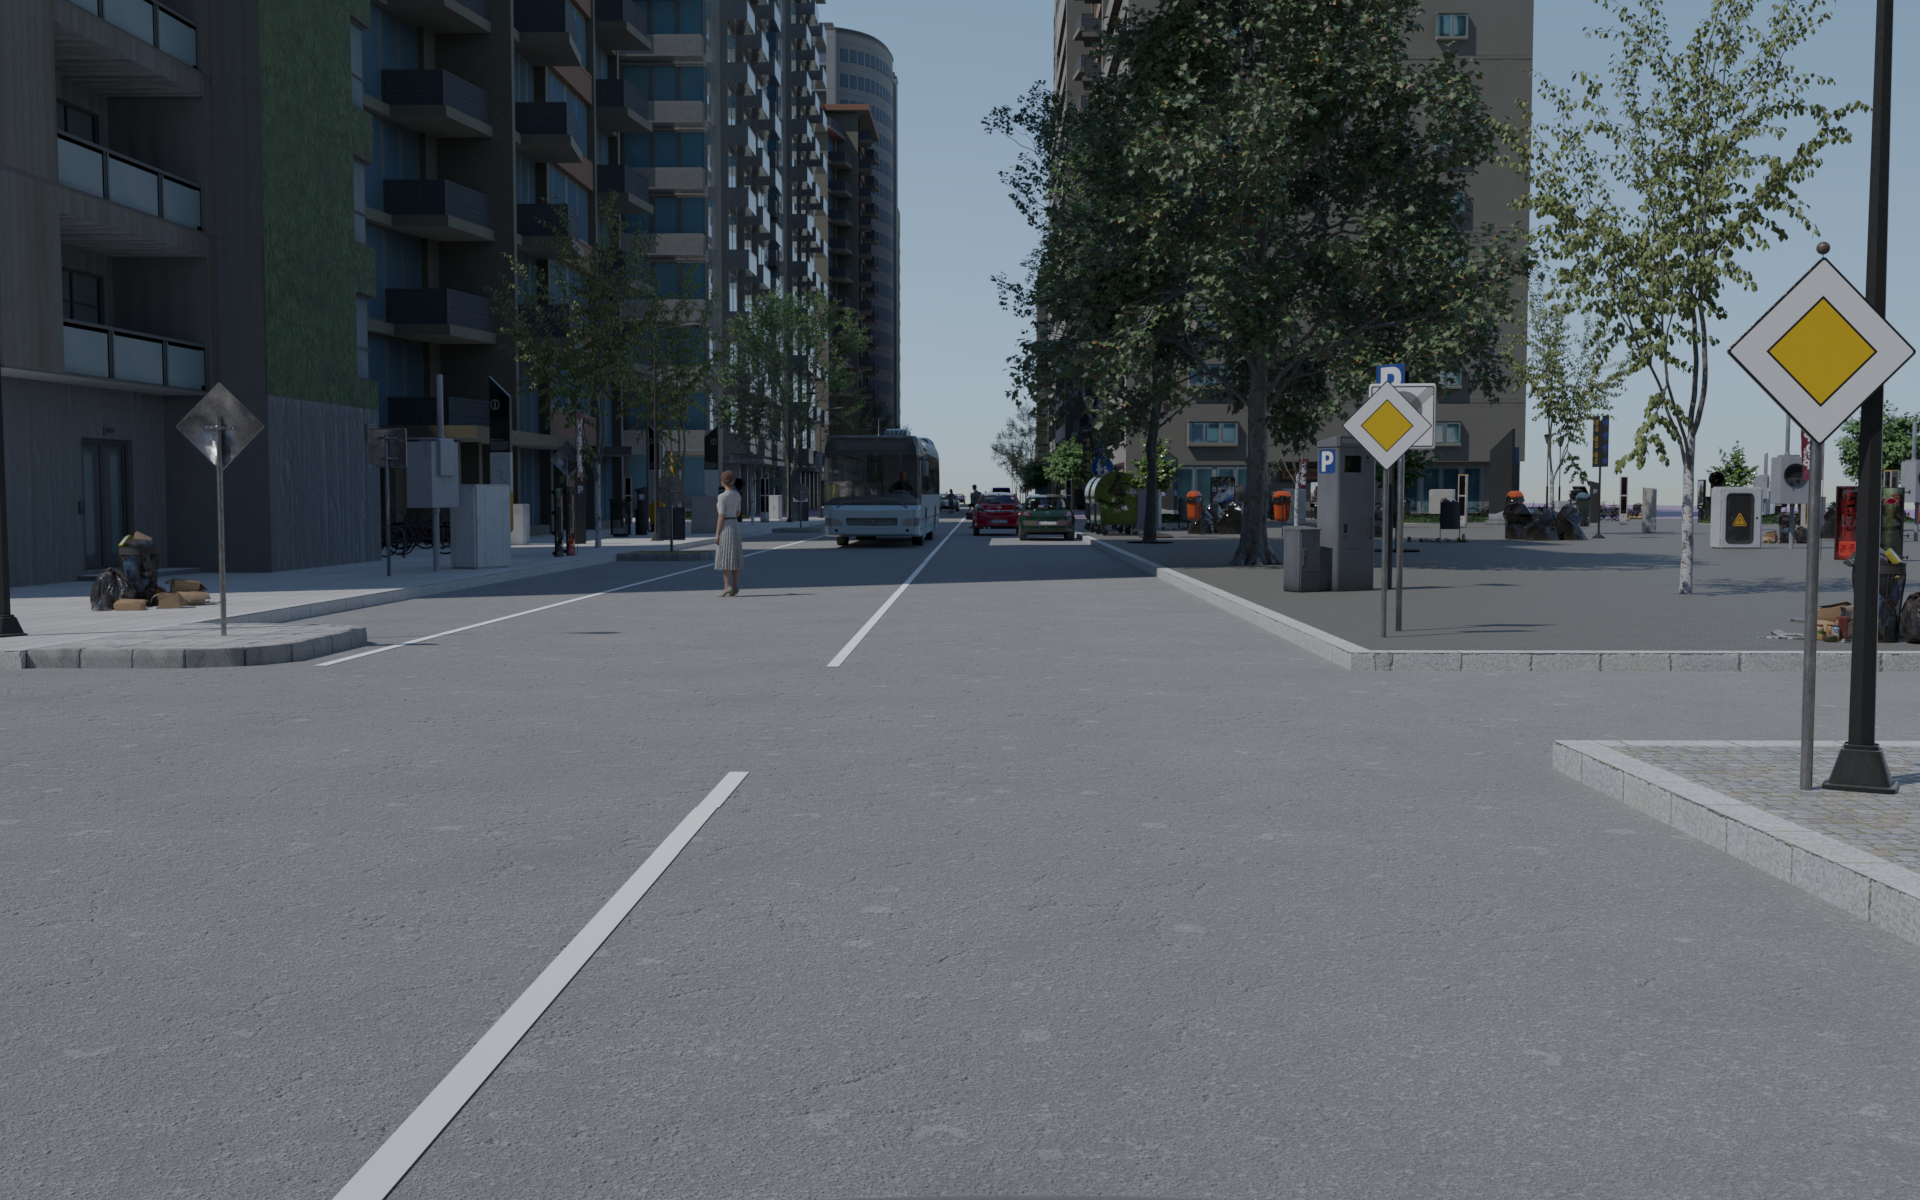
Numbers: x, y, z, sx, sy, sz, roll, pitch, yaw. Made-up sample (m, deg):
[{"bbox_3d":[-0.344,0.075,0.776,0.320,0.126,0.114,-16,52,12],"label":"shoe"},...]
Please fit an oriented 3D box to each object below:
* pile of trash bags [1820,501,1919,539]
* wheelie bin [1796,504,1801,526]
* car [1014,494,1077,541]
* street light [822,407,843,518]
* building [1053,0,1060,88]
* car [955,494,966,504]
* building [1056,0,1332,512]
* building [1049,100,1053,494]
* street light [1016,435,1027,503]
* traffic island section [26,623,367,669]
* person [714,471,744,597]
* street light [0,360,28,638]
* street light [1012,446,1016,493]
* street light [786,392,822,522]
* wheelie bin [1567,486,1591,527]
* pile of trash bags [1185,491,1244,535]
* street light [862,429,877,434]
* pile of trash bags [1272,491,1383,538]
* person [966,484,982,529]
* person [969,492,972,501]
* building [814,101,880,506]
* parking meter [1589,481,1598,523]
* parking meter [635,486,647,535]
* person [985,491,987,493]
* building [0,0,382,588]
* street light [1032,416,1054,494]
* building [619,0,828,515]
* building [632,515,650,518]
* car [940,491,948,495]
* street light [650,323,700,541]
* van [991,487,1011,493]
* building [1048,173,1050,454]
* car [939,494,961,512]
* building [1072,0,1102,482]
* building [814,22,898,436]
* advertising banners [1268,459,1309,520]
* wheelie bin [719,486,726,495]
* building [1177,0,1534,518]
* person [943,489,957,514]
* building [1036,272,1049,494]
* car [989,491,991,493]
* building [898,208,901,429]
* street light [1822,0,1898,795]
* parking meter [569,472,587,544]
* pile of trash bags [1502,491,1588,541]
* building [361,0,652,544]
[{"bbox_3d":[26.141,-2.408,49.115,1.912,1.369,3.447,-1,4,-23],"label":"pile of trash bags"},{"bbox_3d":[34.263,-3.790,69.874,0.980,1.594,0.693,-1,4,-12],"label":"wheelie bin"},{"bbox_3d":[2.699,-2.735,54.498,2.009,1.686,4.222,0,4,1],"label":"car"},{"bbox_3d":[-6.923,-7.346,92.649,1.470,5.913,1.316,0,4,1],"label":"street light"},{"bbox_3d":[21.165,-48.937,238.372,20.563,71.187,20.611,0,4,1],"label":"building"},{"bbox_3d":[-0.113,-14.596,247.683,2.155,1.783,4.494,0,4,1],"label":"car"},{"bbox_3d":[19.473,-32.306,151.903,21.300,48.544,21.600,0,4,1],"label":"building"},{"bbox_3d":[20.736,-34.523,188.145,21.300,48.544,21.600,0,4,1],"label":"building"},{"bbox_3d":[5.356,-9.959,135.364,1.470,5.913,1.316,0,4,1],"label":"street light"},{"bbox_3d":[-6.681,0.404,15.670,2.009,0.180,2.903,0,4,1],"label":"traffic island section"},{"bbox_3d":[-3.283,-0.925,24.190,0.524,1.755,0.480,2,4,33],"label":"person"},{"bbox_3d":[-8.084,-2.624,15.447,1.470,5.913,1.316,0,4,1],"label":"street light"},{"bbox_3d":[5.782,-11.899,167.087,1.470,5.913,1.316,0,4,1],"label":"street light"},{"bbox_3d":[-7.229,-6.505,78.892,1.470,5.913,1.316,0,4,1],"label":"street light"},{"bbox_3d":[24.389,-3.689,68.225,0.693,1.594,0.980,-2,4,-29],"label":"wheelie bin"},{"bbox_3d":[8.149,-2.800,55.528,1.912,1.369,3.447,2,4,33],"label":"pile of trash bags"},{"bbox_3d":[-6.482,-9.286,124.371,1.470,5.913,1.316,0,4,1],"label":"street light"},{"bbox_3d":[11.051,-2.567,51.717,3.447,1.369,1.912,1,4,8],"label":"pile of trash bags"},{"bbox_3d":[0.690,-3.847,71.366,0.822,1.834,0.622,3,4,37],"label":"person"},{"bbox_3d":[1.312,-11.778,202.533,0.415,1.643,0.593,0,4,2],"label":"person"},{"bbox_3d":[-20.352,-32.826,191.323,22.147,44.769,28.867,0,4,1],"label":"building"},{"bbox_3d":[28.178,-4.355,76.913,0.399,1.863,0.255,0,4,5],"label":"parking meter"},{"bbox_3d":[-9.963,-2.794,54.095,0.372,1.533,0.369,0,3,0],"label":"parking meter"},{"bbox_3d":[3.261,-13.061,222.055,0.705,1.823,1.348,1,4,11],"label":"person"},{"bbox_3d":[-18.269,-20.906,25.402,14.154,41.232,14.086,0,4,1],"label":"building"},{"bbox_3d":[4.987,-7.983,103.055,1.470,5.913,1.316,0,4,1],"label":"street light"},{"bbox_3d":[-22.303,-31.624,136.664,23.786,49.044,30.456,0,4,1],"label":"building"},{"bbox_3d":[-22.940,-29.728,105.660,23.786,49.044,30.456,0,4,1],"label":"building"},{"bbox_3d":[-1.534,-9.383,163.003,1.945,1.707,3.694,0,4,3],"label":"car"},{"bbox_3d":[-7.747,-4.565,47.171,1.470,5.913,1.316,0,4,1],"label":"street light"},{"bbox_3d":[3.737,-9.523,160.085,2.240,2.365,5.245,0,4,-1],"label":"van"},{"bbox_3d":[17.708,-34.065,207.072,14.600,45.320,14.200,0,4,1],"label":"building"},{"bbox_3d":[-0.982,-8.044,143.311,2.131,1.459,4.920,0,4,2],"label":"car"},{"bbox_3d":[19.591,-28.881,126.826,22.147,44.769,28.867,0,4,1],"label":"building"},{"bbox_3d":[-19.038,-41.430,219.374,21.231,58.520,28.212,0,4,1],"label":"building"},{"bbox_3d":[16.300,-5.489,85.940,2.074,3.025,0.090,0,4,-8],"label":"advertising banners"},{"bbox_3d":[-9.867,-3.862,71.052,0.980,1.594,0.693,-2,4,-25],"label":"wheelie bin"},{"bbox_3d":[19.570,-29.168,100.591,21.300,48.544,21.600,0,4,1],"label":"building"},{"bbox_3d":[-0.689,-7.279,127.508,1.348,1.824,0.705,-3,5,-45],"label":"person"},{"bbox_3d":[16.717,-27.543,222.027,14.160,30.474,14.107,0,4,1],"label":"building"},{"bbox_3d":[4.507,-13.282,225.835,2.281,1.827,5.304,0,4,1],"label":"car"},{"bbox_3d":[-15.620,-34.090,240.962,14.154,41.232,14.086,0,4,1],"label":"building"},{"bbox_3d":[3.392,-2.132,7.403,1.470,5.913,1.316,0,4,1],"label":"street light"},{"bbox_3d":[-9.806,-2.369,44.451,0.255,1.863,0.399,3,5,39],"label":"parking meter"},{"bbox_3d":[16.334,-2.414,49.215,1.912,1.369,3.447,0,4,-6],"label":"pile of trash bags"},{"bbox_3d":[-22.611,-24.601,56.849,22.147,44.769,28.867,0,4,1],"label":"building"}]
